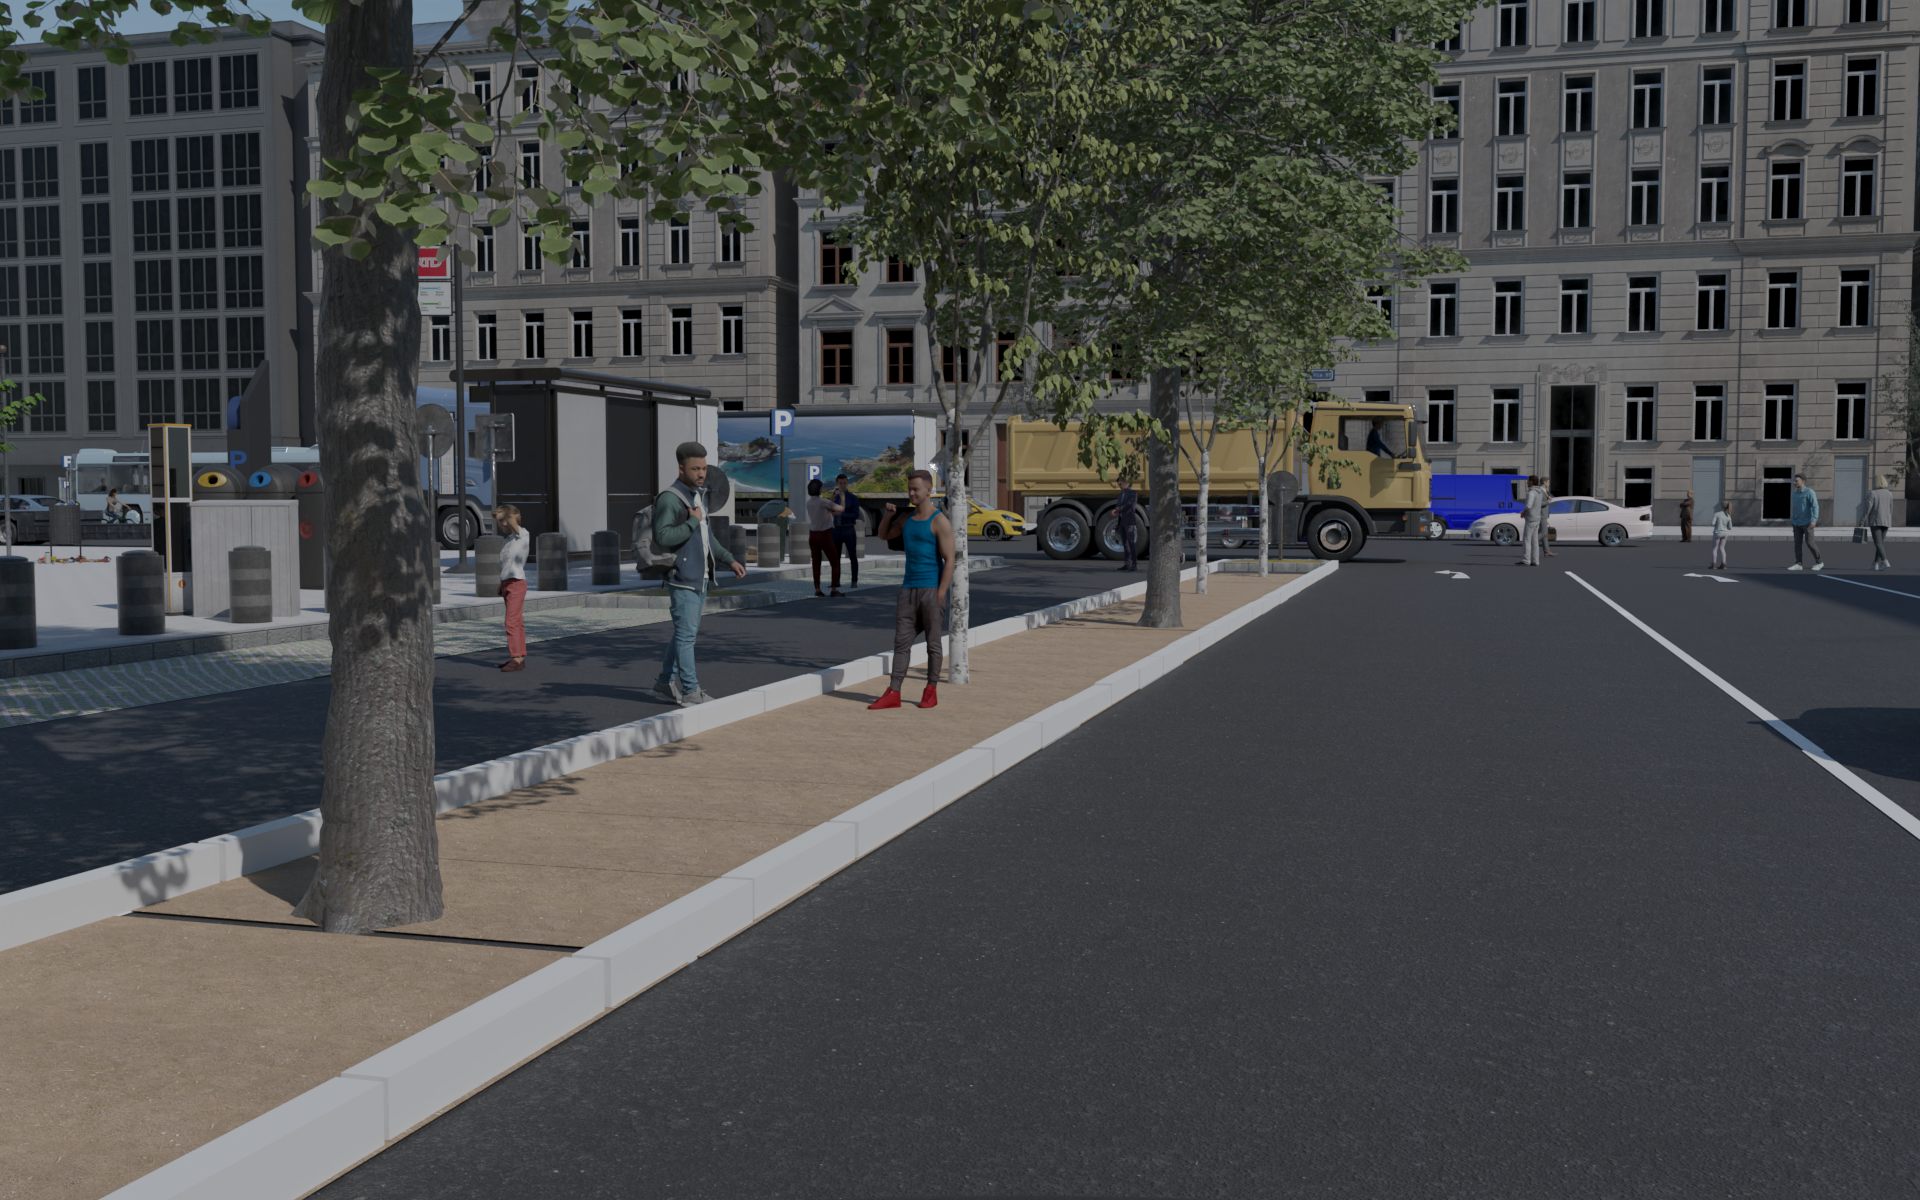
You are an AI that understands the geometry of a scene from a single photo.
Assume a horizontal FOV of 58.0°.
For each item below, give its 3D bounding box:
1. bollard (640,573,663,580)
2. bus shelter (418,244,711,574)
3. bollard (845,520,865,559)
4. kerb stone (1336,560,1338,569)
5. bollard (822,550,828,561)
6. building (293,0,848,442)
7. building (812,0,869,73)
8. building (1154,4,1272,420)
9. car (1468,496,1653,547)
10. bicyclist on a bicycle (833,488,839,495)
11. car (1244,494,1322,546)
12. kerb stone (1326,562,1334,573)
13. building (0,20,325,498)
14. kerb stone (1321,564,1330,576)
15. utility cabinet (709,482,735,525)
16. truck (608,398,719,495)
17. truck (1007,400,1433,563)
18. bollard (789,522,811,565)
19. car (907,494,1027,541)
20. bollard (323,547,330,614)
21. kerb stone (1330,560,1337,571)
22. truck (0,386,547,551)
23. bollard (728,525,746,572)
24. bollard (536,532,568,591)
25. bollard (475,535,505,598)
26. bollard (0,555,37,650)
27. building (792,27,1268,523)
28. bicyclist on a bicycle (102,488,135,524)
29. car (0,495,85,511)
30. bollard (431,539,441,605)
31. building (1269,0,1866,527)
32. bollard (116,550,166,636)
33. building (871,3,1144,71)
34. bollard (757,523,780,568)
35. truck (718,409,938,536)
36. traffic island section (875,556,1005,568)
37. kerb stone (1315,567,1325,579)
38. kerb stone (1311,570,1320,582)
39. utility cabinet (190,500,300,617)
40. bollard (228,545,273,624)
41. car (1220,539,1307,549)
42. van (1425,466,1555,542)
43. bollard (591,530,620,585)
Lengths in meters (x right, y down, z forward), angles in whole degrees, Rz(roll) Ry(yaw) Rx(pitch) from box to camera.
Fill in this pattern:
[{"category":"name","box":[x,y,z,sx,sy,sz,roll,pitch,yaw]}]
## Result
[{"category":"bollard","box":[-4.596,-0.686,25.933,0.404,0.777,0.398,0,3,0]},{"category":"bus shelter","box":[-7.156,-3.221,30.294,2.179,5.291,8.768,1,4,16]},{"category":"bollard","box":[-2.100,-1.214,34.572,0.404,0.777,0.398,0,3,0]},{"category":"kerb stone","box":[7.107,-0.659,32.972,0.120,0.150,1.000,1,4,16]},{"category":"bollard","box":[-2.519,-1.127,33.138,0.404,0.777,0.398,0,3,0]},{"category":"building","box":[-18.724,-17.729,87.128,25.104,27.353,12.463,1,4,16]},{"category":"building","box":[-17.882,-45.275,178.501,20.611,71.187,20.563,1,4,16]},{"category":"building","box":[38.296,-49.078,240.671,20.611,71.187,20.563,1,4,16]},{"category":"car","box":[16.568,-2.172,47.877,4.827,1.381,2.083,1,4,16]},{"category":"bicyclist on a bicycle","box":[-3.560,-2.518,51.198,1.625,1.676,1.499,1,4,17]},{"category":"car","box":[9.236,-2.366,48.477,4.222,1.686,2.009,1,4,15]},{"category":"kerb stone","box":[6.546,-0.534,30.992,0.120,0.150,1.000,1,4,16]},{"category":"building","box":[-42.103,-18.447,95.111,24.014,27.812,14.314,1,4,16]},{"category":"kerb stone","box":[6.260,-0.478,30.006,0.120,0.150,1.000,1,4,16]},{"category":"utility cabinet","box":[-4.648,-1.451,32.402,0.318,1.500,1.173,1,4,22]},{"category":"truck","box":[-12.801,-3.838,51.664,11.283,4.237,2.839,1,4,18]},{"category":"truck","box":[6.030,-2.543,37.498,9.791,3.379,3.469,1,4,16]},{"category":"bollard","box":[-2.928,-1.039,31.701,0.404,0.777,0.398,0,3,0]},{"category":"car","box":[0.087,-2.645,53.477,3.980,1.641,2.015,1,4,16]},{"category":"bollard","box":[-6.673,-0.246,18.741,0.404,0.777,0.398,0,3,0]},{"category":"kerb stone","box":[6.827,-0.598,31.980,0.120,0.150,1.000,1,4,16]},{"category":"truck","box":[-18.839,-3.398,45.324,18.799,4.110,2.967,1,4,15]},{"category":"bollard","box":[-3.762,-0.862,28.816,0.404,0.777,0.398,0,3,0]},{"category":"bollard","box":[-5.430,-0.510,23.047,0.404,0.777,0.398,0,3,0]},{"category":"bollard","box":[-5.845,-0.422,21.612,0.404,0.777,0.398,0,3,0]},{"category":"bollard","box":[-7.924,0.018,14.430,0.404,0.777,0.398,0,3,0]},{"category":"building","box":[3.559,-14.924,80.168,21.152,22.565,11.583,1,4,16]},{"category":"bicyclist on a bicycle","box":[-27.641,-2.855,56.699,1.625,1.676,1.499,1,4,15]},{"category":"car","box":[-28.686,-2.478,52.523,4.499,1.417,2.014,1,4,15]},{"category":"bollard","box":[-6.260,-0.334,20.176,0.404,0.777,0.398,0,3,0]},{"category":"building","box":[26.092,-16.937,74.184,25.104,27.353,12.463,1,4,16]},{"category":"bollard","box":[-7.506,-0.071,15.870,0.404,0.777,0.398,0,3,0]},{"category":"building","box":[6.602,-33.664,170.008,30.456,49.044,23.786,1,4,16]},{"category":"bollard","box":[-3.345,-0.950,30.253,0.404,0.777,0.398,0,3,0]},{"category":"truck","box":[-6.486,-4.328,59.681,11.283,4.237,2.839,1,4,18]},{"category":"traffic island section","box":[-0.295,-0.751,34.567,2.009,0.180,2.903,1,4,16]},{"category":"kerb stone","box":[5.971,-0.418,29.022,0.120,0.150,1.000,1,4,16]},{"category":"kerb stone","box":[5.686,-0.354,28.035,0.120,0.150,1.000,1,4,16]},{"category":"utility cabinet","box":[-7.483,-0.427,18.138,1.020,1.237,0.306,0,4,-2]},{"category":"bollard","box":[-7.091,-0.158,17.306,0.404,0.777,0.398,0,3,0]},{"category":"car","box":[8.552,-2.024,45.679,3.894,1.354,1.945,1,4,15]},{"category":"van","box":[16.361,-3.006,53.533,5.245,2.365,2.240,1,4,15]},{"category":"bollard","box":[-5.011,-0.598,24.497,0.404,0.777,0.398,0,3,0]}]
